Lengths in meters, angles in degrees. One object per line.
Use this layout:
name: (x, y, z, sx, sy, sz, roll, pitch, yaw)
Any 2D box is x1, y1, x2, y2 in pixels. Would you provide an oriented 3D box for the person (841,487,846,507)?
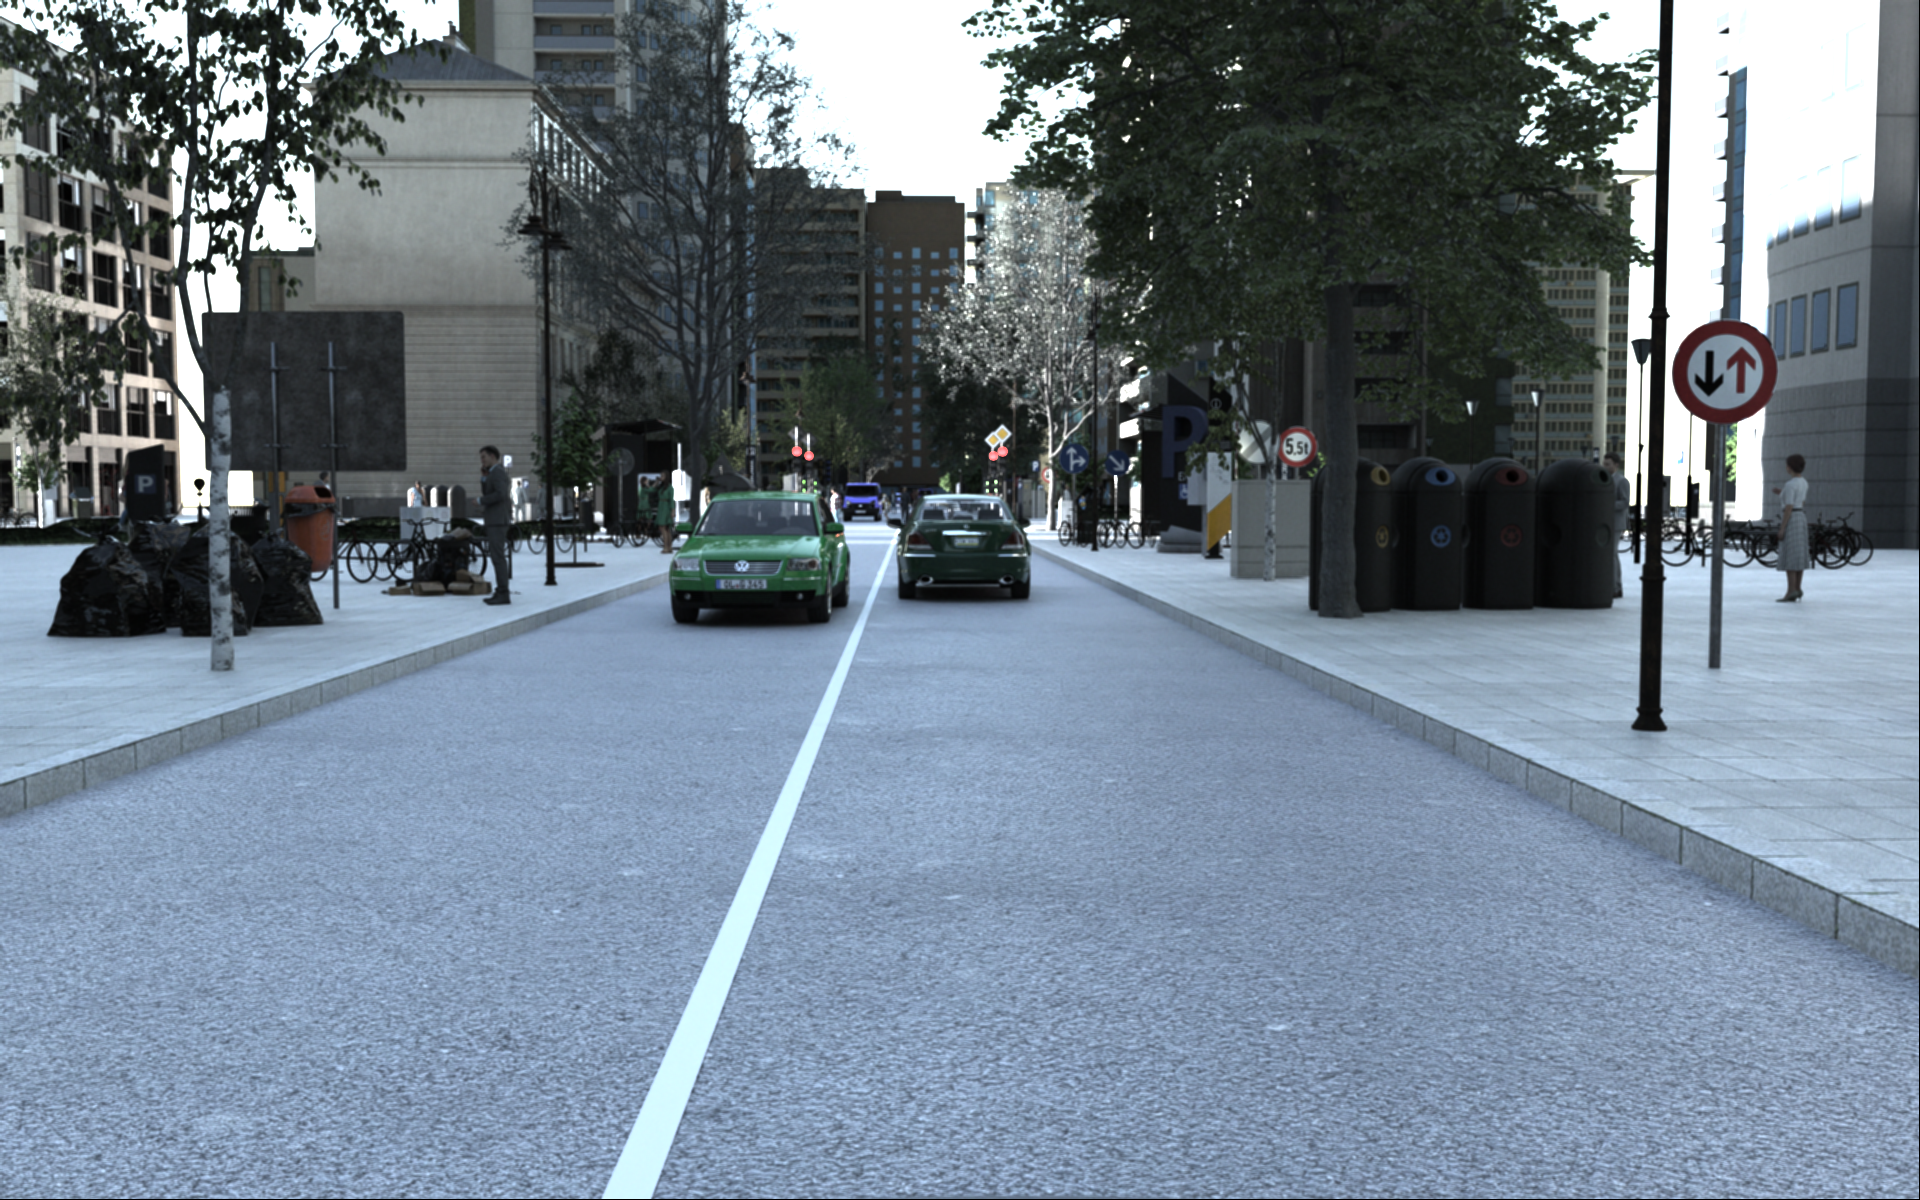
person: (-8.040, -7.108, 122.359, 0.694, 1.812, 0.767, 0, 4, -5)

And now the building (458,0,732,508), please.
building: (-33.947, -38.130, 165.420, 21.231, 58.520, 28.212, 0, 4, -2)

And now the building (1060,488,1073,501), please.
building: (28.491, -31.274, 203.217, 32.217, 40.220, 23.993, 0, 4, -2)

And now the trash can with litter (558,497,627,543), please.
trash can with litter: (-9.729, -2.123, 45.774, 2.233, 1.210, 1.678, 3, 5, 41)

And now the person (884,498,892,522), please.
person: (-3.707, -4.600, 88.721, 0.382, 1.210, 0.505, 0, 4, 0)

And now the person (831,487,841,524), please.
person: (-4.873, -3.617, 68.481, 0.643, 1.720, 0.563, -2, 4, -30)

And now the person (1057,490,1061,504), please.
person: (12.388, -12.913, 217.185, 0.705, 1.822, 1.348, 1, 4, 17)

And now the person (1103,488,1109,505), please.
person: (12.954, -8.990, 153.368, 0.444, 1.785, 0.601, -2, 4, -24)

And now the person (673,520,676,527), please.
person: (-10.806, -3.517, 63.735, 0.728, 1.800, 0.709, 0, 4, 7)

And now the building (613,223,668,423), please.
building: (-29.683, -17.448, 127.071, 13.314, 21.916, 24.055, 0, 4, -2)

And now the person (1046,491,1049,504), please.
person: (10.991, -13.096, 220.876, 1.217, 1.735, 0.721, 1, 4, 18)

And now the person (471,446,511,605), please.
person: (-5.484, -0.882, 20.265, 0.447, 1.846, 0.655, -1, 4, -19)

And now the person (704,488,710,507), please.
person: (-8.827, -3.440, 62.198, 0.656, 1.842, 0.836, -1, 4, -22)

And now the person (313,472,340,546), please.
person: (-15.437, -2.184, 41.852, 0.850, 1.850, 0.679, 1, 4, 10)

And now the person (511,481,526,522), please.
person: (-17.533, -3.839, 68.915, 0.635, 1.810, 0.391, 0, 4, 0)

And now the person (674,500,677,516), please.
person: (-16.464, -5.723, 99.716, 0.391, 1.810, 0.635, 2, 4, 27)

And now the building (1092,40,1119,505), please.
building: (20.582, -31.735, 168.978, 14.600, 45.320, 14.200, 0, 4, -2)

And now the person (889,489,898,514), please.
person: (-4.798, -7.071, 124.452, 0.623, 1.781, 0.721, -1, 4, -12)

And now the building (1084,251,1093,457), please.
building: (19.965, -25.189, 183.547, 14.160, 30.474, 14.107, 0, 4, -2)

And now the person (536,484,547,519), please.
person: (-21.357, -5.028, 88.348, 0.767, 1.812, 0.694, 2, 4, 26)

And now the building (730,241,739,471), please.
building: (-31.774, -25.452, 187.836, 14.160, 30.474, 14.107, 0, 4, -2)

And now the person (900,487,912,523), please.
person: (-2.696, -4.703, 85.812, 0.576, 1.772, 0.534, -1, 4, -16)

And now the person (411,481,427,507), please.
person: (-21.648, -3.864, 69.312, 0.616, 1.811, 0.778, 0, 4, 2)

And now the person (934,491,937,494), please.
person: (-2.163, -9.116, 158.268, 1.217, 1.735, 0.721, -3, 5, -43)

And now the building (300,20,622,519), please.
building: (-28.113, -18.650, 102.195, 12.463, 27.353, 25.104, 0, 4, -2)

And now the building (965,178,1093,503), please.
building: (16.039, -39.259, 261.491, 30.456, 49.044, 23.786, 0, 4, -2)

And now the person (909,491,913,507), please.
person: (-5.157, -11.014, 188.511, 1.348, 1.831, 0.705, 2, 4, 35)

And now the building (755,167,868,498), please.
building: (-24.452, -38.880, 259.384, 21.600, 48.544, 21.300, 0, 4, -2)

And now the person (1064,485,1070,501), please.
person: (5.364, -4.964, 87.558, 0.624, 1.780, 0.694, 0, 4, 0)

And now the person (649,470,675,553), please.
person: (-6.346, -1.902, 37.395, 0.600, 1.795, 0.529, 2, 4, 28)

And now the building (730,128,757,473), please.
building: (-31.892, -33.954, 205.263, 14.200, 45.320, 14.600, 0, 4, -2)

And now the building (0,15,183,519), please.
building: (-65.909, -17.993, 98.703, 34.151, 26.468, 19.350, 0, 4, -2)

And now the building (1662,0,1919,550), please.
building: (31.455, -30.512, 40.872, 21.231, 58.520, 28.212, 0, 4, -2)

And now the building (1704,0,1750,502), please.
building: (52.746, -27.387, 97.895, 14.200, 45.320, 14.600, 0, 4, -2)

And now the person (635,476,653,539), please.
person: (-9.122, -2.667, 49.890, 0.529, 1.795, 0.600, -2, 4, -24)

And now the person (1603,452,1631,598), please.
person: (7.986, -0.929, 21.434, 0.583, 1.804, 0.606, -1, 4, -14)

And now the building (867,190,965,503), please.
building: (-6.494, -37.152, 257.543, 14.200, 45.320, 14.600, 0, 4, -2)

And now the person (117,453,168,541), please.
person: (-10.563, -0.998, 22.339, 0.573, 1.828, 0.580, 0, 4, 5)

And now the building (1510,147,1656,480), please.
building: (61.675, -31.071, 199.898, 23.993, 40.220, 32.217, 0, 4, -2)

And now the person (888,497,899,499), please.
person: (-7.406, -11.174, 191.918, 1.217, 1.736, 0.721, 0, 4, -3)

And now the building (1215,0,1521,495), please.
building: (22.555, -19.998, 98.671, 14.107, 30.474, 14.160, 0, 4, -2)

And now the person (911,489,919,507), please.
person: (-3.235, -7.252, 127.046, 0.580, 1.828, 0.573, -1, 4, -21)

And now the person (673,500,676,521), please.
person: (-13.855, -4.669, 82.477, 0.694, 1.812, 0.767, -3, 4, -37)

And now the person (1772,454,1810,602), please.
person: (9.862, -0.859, 20.663, 0.480, 1.755, 0.524, -3, 5, -40)

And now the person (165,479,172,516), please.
person: (-25.952, -3.072, 56.693, 0.576, 1.772, 0.534, 2, 4, 32)

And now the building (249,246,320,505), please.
building: (-74.965, -26.559, 205.934, 14.107, 30.474, 14.160, 0, 4, -2)

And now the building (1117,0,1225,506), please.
building: (24.364, -31.387, 136.875, 21.300, 48.544, 21.600, 0, 4, -2)

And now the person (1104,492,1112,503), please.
person: (13.709, -9.235, 160.225, 0.628, 1.438, 0.799, 2, 4, 26)
